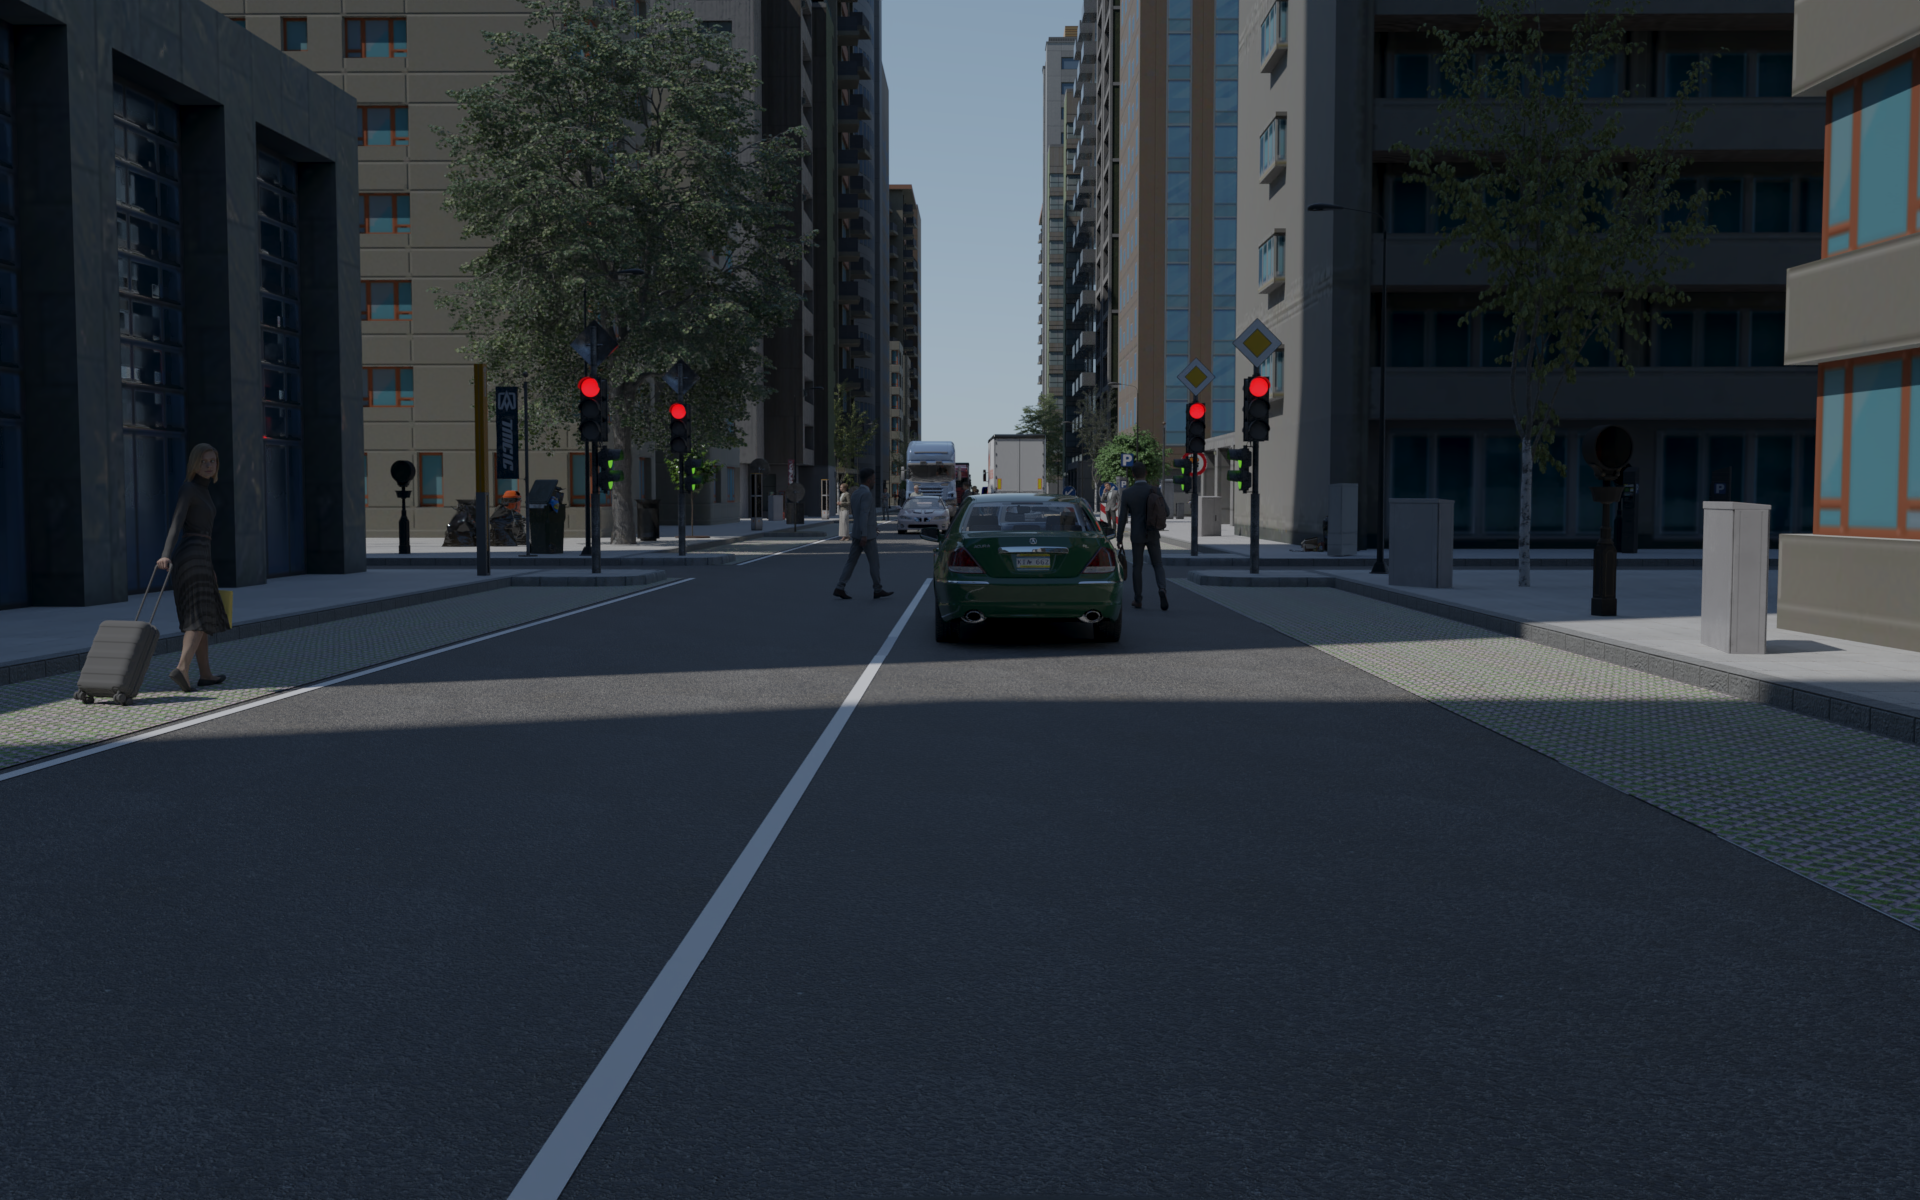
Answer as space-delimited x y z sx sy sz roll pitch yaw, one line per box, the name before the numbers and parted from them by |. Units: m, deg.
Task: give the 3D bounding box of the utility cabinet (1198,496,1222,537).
utility cabinet | 7.539 -2.532 52.564 0.306 1.237 1.020 3 5 44

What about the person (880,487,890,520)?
person | -4.093 -5.241 94.374 0.511 1.800 0.466 1 4 11

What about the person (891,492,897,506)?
person | -7.188 -11.255 193.341 1.217 1.723 0.721 3 4 36

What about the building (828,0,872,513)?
building | -17.903 -28.778 125.151 22.147 44.769 28.867 0 4 1

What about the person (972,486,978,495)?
person | 0.873 -4.052 74.965 0.699 1.804 1.509 -3 4 -38

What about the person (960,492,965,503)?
person | 0.230 -8.541 149.617 0.415 1.643 0.593 2 4 32

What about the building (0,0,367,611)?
building | -25.471 -42.962 15.095 31.000 86.520 22.319 0 4 1

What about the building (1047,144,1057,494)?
building | 17.284 -31.895 205.084 14.154 41.232 14.086 0 4 1

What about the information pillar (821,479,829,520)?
information pillar | -6.755 -5.044 86.965 0.304 2.012 0.304 1 4 20

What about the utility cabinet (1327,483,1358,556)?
utility cabinet | 7.928 -1.666 35.913 0.318 1.500 1.173 2 4 28

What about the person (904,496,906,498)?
person | -3.968 -8.071 140.477 1.348 1.821 0.705 0 4 -4

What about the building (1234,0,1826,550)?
building | 19.059 -25.981 48.487 21.600 48.544 21.300 0 4 1

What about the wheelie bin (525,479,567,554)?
wheelie bin | -8.910 -1.796 37.273 0.980 1.594 0.693 2 4 29

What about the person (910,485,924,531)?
person | -1.716 -3.523 66.592 0.782 1.767 0.515 0 4 1

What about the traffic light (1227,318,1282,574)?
traffic light | 4.732 -2.380 27.832 0.839 4.253 0.868 0 4 1

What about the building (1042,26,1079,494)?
building | 21.231 -41.811 225.613 21.231 58.520 28.212 0 4 1

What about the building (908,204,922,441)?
building | -12.949 -37.300 259.959 14.600 45.320 14.200 0 4 1

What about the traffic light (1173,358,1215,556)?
traffic light | 4.843 -2.868 35.816 0.839 4.253 0.868 0 4 1

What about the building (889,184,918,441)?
building | -17.167 -35.713 238.539 22.147 44.769 28.867 0 4 1

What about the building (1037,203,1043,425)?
building | 22.621 -36.697 254.617 22.147 44.769 28.867 0 4 1

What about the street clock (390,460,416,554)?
street clock | -11.893 -1.985 37.032 0.471 2.002 0.358 1 4 8

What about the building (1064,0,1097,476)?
building | 21.641 -32.751 155.088 23.786 49.044 30.456 0 4 1

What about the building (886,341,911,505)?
building | -20.439 -22.350 210.462 27.650 21.520 28.899 0 4 1

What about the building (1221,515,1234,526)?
building | 21.009 -38.408 66.222 20.563 71.187 20.611 0 4 1

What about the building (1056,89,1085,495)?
building | 17.568 -30.246 178.110 14.154 41.232 14.086 0 4 1

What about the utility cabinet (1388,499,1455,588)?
utility cabinet | 6.390 -0.786 24.005 0.306 1.237 1.020 -2 4 -26

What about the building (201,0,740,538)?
building | -24.103 -13.424 64.524 27.650 21.520 28.899 0 4 1

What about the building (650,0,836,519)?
building | -14.459 -19.759 94.762 14.160 30.474 14.107 0 4 1

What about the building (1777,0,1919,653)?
building | 21.424 -9.556 1.279 27.650 21.520 28.899 0 4 1

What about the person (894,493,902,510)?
person | -4.864 -7.839 137.469 0.742 1.727 0.445 -2 4 -24

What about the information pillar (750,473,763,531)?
information pillar | -7.154 -3.451 60.916 0.304 2.012 0.304 -3 5 -41

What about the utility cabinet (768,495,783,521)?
utility cabinet | -8.863 -4.405 83.182 0.306 1.237 1.020 1 4 22

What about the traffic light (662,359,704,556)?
traffic light | -5.767 -2.876 35.947 0.839 4.253 0.868 0 4 1

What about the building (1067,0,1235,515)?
building | 18.846 -42.245 128.963 20.563 71.187 20.611 0 4 1

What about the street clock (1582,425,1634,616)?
street clock | 6.789 -0.834 18.204 0.471 2.002 0.358 -1 4 -14

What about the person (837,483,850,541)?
person | -3.579 -2.691 53.045 0.362 1.759 0.519 -2 4 -31

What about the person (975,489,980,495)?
person | 1.027 -5.218 94.645 0.643 1.720 0.563 1 4 18

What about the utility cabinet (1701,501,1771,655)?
utility cabinet | 6.411 -0.194 14.327 0.306 1.237 1.020 1 4 11

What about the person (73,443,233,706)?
person | -5.690 -0.221 12.339 0.699 1.804 1.509 1 4 19

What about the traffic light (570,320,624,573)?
traffic light | -5.879 -2.388 27.963 0.839 4.253 0.868 0 4 1

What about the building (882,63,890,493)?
building | -14.411 -32.098 174.909 14.600 45.320 14.200 0 4 1

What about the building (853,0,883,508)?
building | -18.188 -37.394 153.390 21.231 58.520 28.212 0 4 1

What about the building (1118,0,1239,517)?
building | 16.869 -27.649 102.177 14.600 45.320 14.200 0 4 1

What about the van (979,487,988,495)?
van | 2.601 -8.367 141.176 2.240 2.365 5.245 0 4 0

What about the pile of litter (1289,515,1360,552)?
pile of litter | 8.176 -1.519 38.808 1.719 0.858 1.176 0 4 -2

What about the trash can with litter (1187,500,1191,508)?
trash can with litter | 11.118 -4.251 80.884 0.624 1.170 1.055 3 4 36

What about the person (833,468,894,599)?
person | -1.332 -0.910 23.661 0.850 1.792 0.678 -2 4 -28

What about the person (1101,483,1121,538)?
person | 4.896 -2.905 56.185 0.592 1.802 0.473 3 5 41

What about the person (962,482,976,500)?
person | 0.277 -2.990 57.343 0.822 1.834 0.622 0 4 -1
